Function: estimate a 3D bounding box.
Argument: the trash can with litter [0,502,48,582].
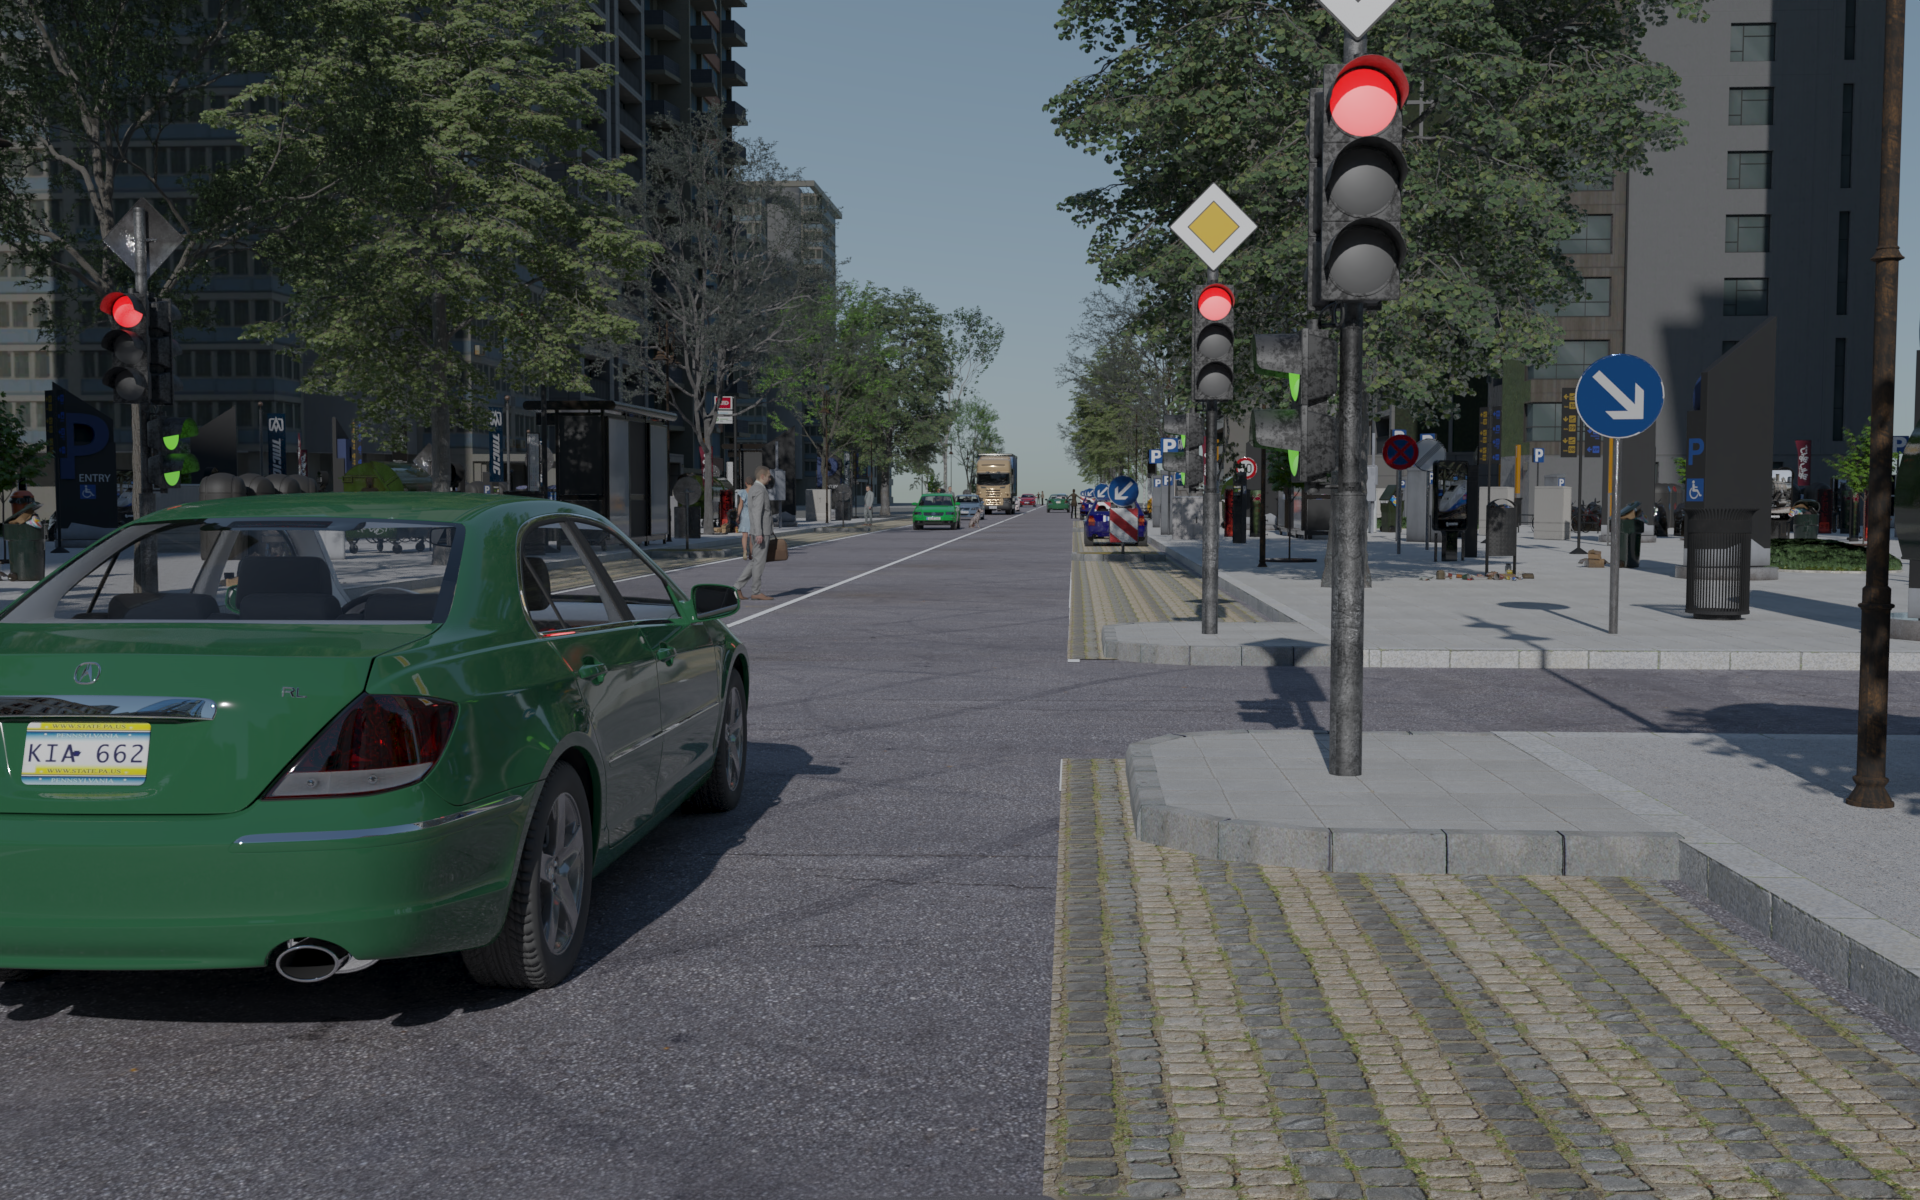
[{"bbox_3d":[-13.999,-0.861,25.460,1.055,1.170,0.624,-1,4,-13],"label":"trash can with litter"}]

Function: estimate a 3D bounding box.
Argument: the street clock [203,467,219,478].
[{"bbox_3d":[-20.135,-2.573,46.642,0.358,2.002,0.471,0,4,2],"label":"street clock"}]

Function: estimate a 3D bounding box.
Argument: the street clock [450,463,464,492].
[{"bbox_3d":[-11.664,-2.163,39.930,0.471,2.002,0.358,2,4,34],"label":"street clock"}]

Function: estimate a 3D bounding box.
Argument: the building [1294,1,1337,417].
[{"bbox_3d":[36.975,-36.298,135.479,21.231,58.520,28.212,0,4,4],"label":"building"}]

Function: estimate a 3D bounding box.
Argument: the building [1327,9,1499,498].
[{"bbox_3d":[35.178,-41.098,110.196,20.563,71.187,20.611,0,4,4],"label":"building"}]

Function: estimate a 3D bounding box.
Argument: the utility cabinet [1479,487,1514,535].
[{"bbox_3d":[16.416,-2.710,52.984,0.318,1.500,1.173,-2,4,-26],"label":"utility cabinet"}]

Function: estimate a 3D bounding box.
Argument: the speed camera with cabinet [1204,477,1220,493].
[{"bbox_3d":[12.961,-5.637,86.507,0.660,3.252,2.038,-2,4,-25],"label":"speed camera with cabinet"}]

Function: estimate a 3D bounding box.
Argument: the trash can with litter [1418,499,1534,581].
[{"bbox_3d":[7.804,-0.928,26.236,2.233,1.210,1.678,-1,4,-19],"label":"trash can with litter"}]

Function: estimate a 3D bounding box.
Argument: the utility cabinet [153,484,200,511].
[{"bbox_3d":[-17.081,-1.792,37.984,1.173,1.500,0.318,-2,4,-28],"label":"utility cabinet"}]

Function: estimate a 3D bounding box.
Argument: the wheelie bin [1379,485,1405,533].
[{"bbox_3d":[14.461,-3.062,57.974,0.693,1.594,0.980,-1,4,-17],"label":"wheelie bin"}]

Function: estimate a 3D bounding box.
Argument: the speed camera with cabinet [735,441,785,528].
[{"bbox_3d":[-7.558,-4.345,65.380,2.038,3.252,0.660,2,4,33],"label":"speed camera with cabinet"}]

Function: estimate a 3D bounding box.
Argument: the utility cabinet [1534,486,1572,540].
[{"bbox_3d":[16.586,-2.433,48.460,0.318,1.500,1.173,-1,4,-21],"label":"utility cabinet"}]

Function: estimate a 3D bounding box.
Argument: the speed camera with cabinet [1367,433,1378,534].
[{"bbox_3d":[13.418,-3.832,56.983,0.660,3.252,2.038,1,4,15],"label":"speed camera with cabinet"}]

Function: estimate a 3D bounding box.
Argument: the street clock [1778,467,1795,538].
[{"bbox_3d":[21.987,-2.549,46.244,0.471,2.002,0.358,1,4,12],"label":"street clock"}]

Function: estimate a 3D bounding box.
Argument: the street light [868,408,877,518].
[{"bbox_3d":[-4.763,-7.365,93.208,0.468,5.910,1.993,0,4,4],"label":"street light"}]

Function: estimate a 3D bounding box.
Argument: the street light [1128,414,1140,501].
[{"bbox_3d":[9.192,-7.187,90.295,0.468,5.910,1.993,0,4,4],"label":"street light"}]

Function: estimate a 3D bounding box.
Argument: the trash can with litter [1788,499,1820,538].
[{"bbox_3d":[18.509,-1.629,38.016,0.624,1.170,1.055,2,4,24],"label":"trash can with litter"}]

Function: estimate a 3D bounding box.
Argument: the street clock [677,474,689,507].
[{"bbox_3d":[-9.923,-3.527,62.233,0.471,2.002,0.358,-1,4,-10],"label":"street clock"}]

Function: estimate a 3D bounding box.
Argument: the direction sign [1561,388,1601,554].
[{"bbox_3d":[13.235,-2.749,36.950,0.876,3.537,0.379,0,4,-6],"label":"direction sign"}]

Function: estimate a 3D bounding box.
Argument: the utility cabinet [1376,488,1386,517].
[{"bbox_3d":[16.645,-3.612,67.742,1.173,1.500,0.318,0,4,2],"label":"utility cabinet"}]

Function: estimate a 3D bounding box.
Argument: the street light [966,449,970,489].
[{"bbox_3d":[0.771,-12.439,176.169,0.468,5.910,1.993,0,4,4],"label":"street light"}]

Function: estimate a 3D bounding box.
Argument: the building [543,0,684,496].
[{"bbox_3d":[-27.684,-40.599,102.038,20.563,71.187,20.611,0,4,4],"label":"building"}]

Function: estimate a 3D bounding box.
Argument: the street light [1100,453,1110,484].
[{"bbox_3d":[15.926,-13.287,190.036,0.468,5.910,1.993,0,4,4],"label":"street light"}]

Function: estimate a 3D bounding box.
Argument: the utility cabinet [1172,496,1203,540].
[{"bbox_3d":[6.534,-2.315,49.009,1.020,1.237,0.306,1,4,21],"label":"utility cabinet"}]

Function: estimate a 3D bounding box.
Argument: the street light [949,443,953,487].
[{"bbox_3d":[-0.781,-11.024,153.029,0.468,5.910,1.993,0,4,4],"label":"street light"}]

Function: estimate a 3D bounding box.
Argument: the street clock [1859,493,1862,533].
[{"bbox_3d":[29.689,-3.228,57.342,0.358,2.002,0.471,-2,4,-24],"label":"street clock"}]

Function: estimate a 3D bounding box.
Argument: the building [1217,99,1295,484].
[{"bbox_3d":[41.557,-35.656,206.669,21.300,48.544,21.600,0,4,4],"label":"building"}]

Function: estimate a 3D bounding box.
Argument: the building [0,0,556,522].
[{"bbox_3d":[-32.961,-23.733,79.919,32.217,40.220,23.993,0,4,4],"label":"building"}]

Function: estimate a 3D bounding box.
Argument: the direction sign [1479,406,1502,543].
[{"bbox_3d":[13.741,-3.239,44.959,0.379,3.537,0.876,-1,4,-19],"label":"direction sign"}]

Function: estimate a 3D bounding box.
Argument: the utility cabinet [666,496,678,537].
[{"bbox_3d":[-8.975,-2.517,52.318,0.306,1.237,1.020,2,4,35],"label":"utility cabinet"}]

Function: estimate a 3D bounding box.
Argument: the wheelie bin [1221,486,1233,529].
[{"bbox_3d":[10.078,-3.430,63.981,0.980,1.594,0.693,3,5,44],"label":"wheelie bin"}]

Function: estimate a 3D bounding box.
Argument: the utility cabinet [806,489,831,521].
[{"bbox_3d":[-6.647,-4.444,81.341,1.173,1.500,0.318,0,4,6],"label":"utility cabinet"}]

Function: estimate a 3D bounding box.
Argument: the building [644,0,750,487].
[{"bbox_3d":[-27.909,-28.948,127.917,22.147,44.769,28.867,0,4,4],"label":"building"}]

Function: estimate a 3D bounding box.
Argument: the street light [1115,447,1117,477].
[{"bbox_3d":[12.413,-10.046,137.037,0.468,5.910,1.993,0,4,4],"label":"street light"}]

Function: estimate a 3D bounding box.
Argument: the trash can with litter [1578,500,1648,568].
[{"bbox_3d":[11.354,-1.145,30.113,1.055,1.170,0.624,0,4,5],"label":"trash can with litter"}]

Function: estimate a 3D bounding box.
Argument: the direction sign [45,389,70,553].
[{"bbox_3d":[-19.629,-2.793,37.665,0.876,3.537,0.379,3,4,37],"label":"direction sign"}]

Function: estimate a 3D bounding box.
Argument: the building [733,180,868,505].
[{"bbox_3d":[-27.537,-31.265,203.068,32.217,40.220,23.993,0,4,4],"label":"building"}]

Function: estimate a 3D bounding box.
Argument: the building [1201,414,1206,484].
[{"bbox_3d":[44.220,-35.368,232.888,22.147,44.769,28.867,0,4,4],"label":"building"}]

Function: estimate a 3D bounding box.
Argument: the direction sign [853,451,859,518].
[{"bbox_3d":[-5.479,-6.063,91.125,0.379,3.537,0.876,1,4,14],"label":"direction sign"}]

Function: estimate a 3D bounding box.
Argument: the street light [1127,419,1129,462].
[{"bbox_3d":[10.386,-8.196,106.793,0.468,5.910,1.993,0,4,4],"label":"street light"}]

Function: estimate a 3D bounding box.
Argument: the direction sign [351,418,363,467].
[{"bbox_3d":[-17.961,-3.647,51.631,0.379,3.537,0.876,-3,4,-37],"label":"direction sign"}]

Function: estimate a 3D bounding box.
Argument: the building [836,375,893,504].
[{"bbox_3d":[-24.149,-23.567,230.362,27.650,21.520,28.899,0,4,4],"label":"building"}]

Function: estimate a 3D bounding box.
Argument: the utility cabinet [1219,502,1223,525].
[{"bbox_3d":[10.800,-3.752,70.024,1.173,1.500,0.318,3,4,37],"label":"utility cabinet"}]

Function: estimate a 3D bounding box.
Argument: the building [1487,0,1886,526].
[{"bbox_3d":[30.714,-18.632,76.334,14.160,30.474,14.107,0,4,4],"label":"building"}]

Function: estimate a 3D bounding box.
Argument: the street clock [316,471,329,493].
[{"bbox_3d":[-19.953,-3.039,54.265,0.358,2.002,0.471,-3,5,-40],"label":"street clock"}]

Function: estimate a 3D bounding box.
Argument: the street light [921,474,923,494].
[{"bbox_3d":[-2.703,-9.215,123.456,0.468,5.910,1.993,0,4,4],"label":"street light"}]
